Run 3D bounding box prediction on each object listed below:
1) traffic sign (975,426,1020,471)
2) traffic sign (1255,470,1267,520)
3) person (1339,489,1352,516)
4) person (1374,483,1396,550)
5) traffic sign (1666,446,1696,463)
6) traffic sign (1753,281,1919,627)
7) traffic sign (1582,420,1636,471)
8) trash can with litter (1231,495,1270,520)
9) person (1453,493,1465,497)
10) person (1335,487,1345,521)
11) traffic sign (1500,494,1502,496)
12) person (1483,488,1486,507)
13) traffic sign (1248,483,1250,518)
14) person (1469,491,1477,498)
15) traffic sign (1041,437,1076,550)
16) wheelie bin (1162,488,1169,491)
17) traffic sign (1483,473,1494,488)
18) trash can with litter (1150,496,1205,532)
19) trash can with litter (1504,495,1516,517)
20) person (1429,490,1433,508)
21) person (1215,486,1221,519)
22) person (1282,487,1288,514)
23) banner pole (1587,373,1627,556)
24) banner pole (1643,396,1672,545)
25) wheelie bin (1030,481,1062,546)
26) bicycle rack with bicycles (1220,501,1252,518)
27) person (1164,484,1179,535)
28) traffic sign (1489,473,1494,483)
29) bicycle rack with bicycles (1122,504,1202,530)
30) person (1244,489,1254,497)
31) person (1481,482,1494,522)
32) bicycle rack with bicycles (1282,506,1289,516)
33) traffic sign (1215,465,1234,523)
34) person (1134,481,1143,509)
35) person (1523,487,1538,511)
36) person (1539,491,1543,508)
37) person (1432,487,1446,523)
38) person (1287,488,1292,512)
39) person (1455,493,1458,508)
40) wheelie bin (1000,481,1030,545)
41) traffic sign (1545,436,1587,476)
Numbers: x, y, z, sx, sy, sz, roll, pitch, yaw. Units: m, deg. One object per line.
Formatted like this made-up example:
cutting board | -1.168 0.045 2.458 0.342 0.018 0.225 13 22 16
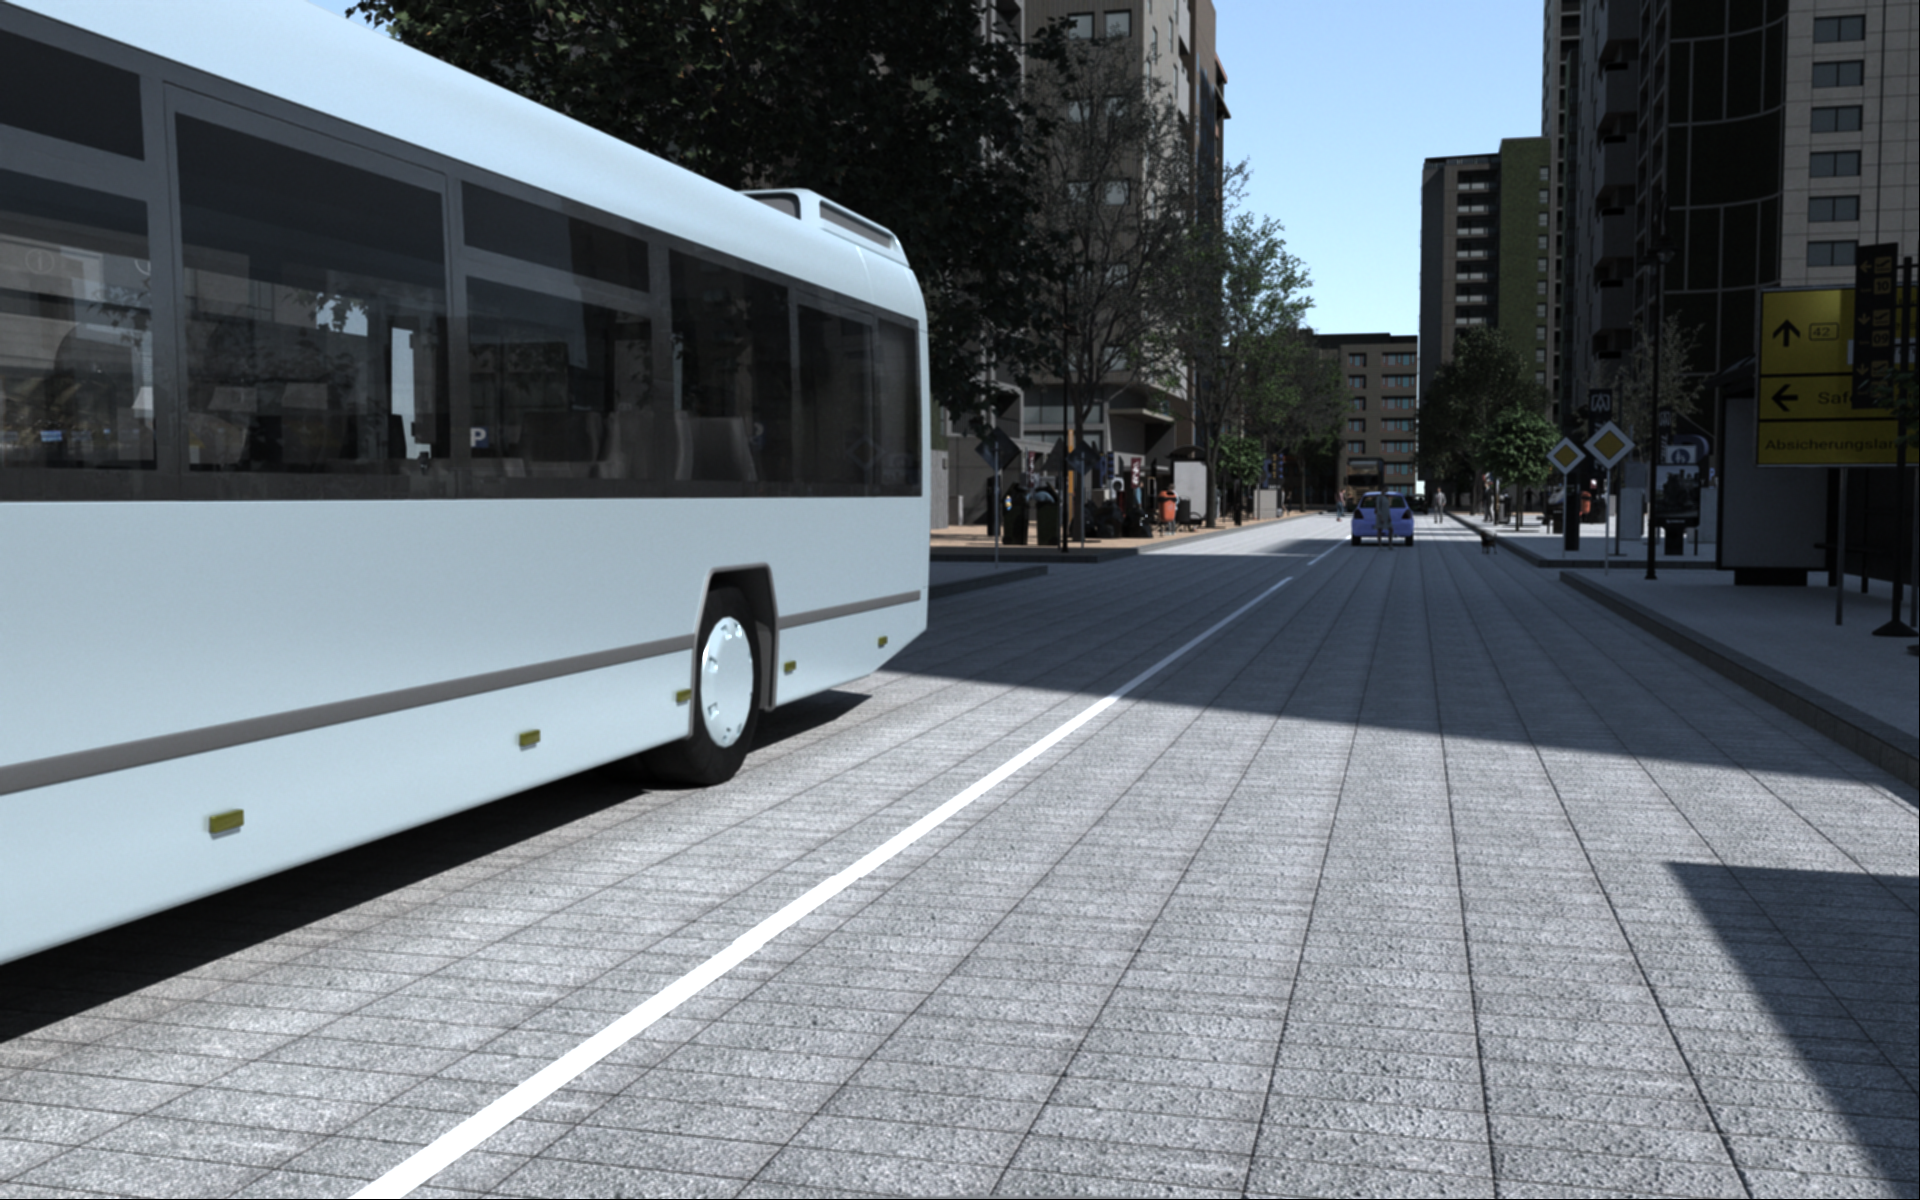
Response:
traffic sign | 0.618 -1.681 29.682 0.795 2.593 0.064 1 4 15
traffic sign | 14.682 -5.199 85.106 0.768 2.556 0.104 1 4 17
person | 25.019 -6.333 112.577 0.750 1.759 0.617 0 4 -4
person | 10.761 -2.110 44.006 0.512 1.701 0.522 -3 5 -41
traffic sign | 15.173 -2.104 36.524 0.606 2.300 0.079 2 4 24
traffic sign | 8.905 -1.398 16.734 2.265 3.308 0.079 2 4 23
traffic sign | 10.186 -1.528 27.168 0.795 2.593 0.064 1 4 15
trash can with litter | 14.491 -4.671 87.435 1.678 1.210 2.233 -2 4 -27
person | 51.413 -10.552 178.550 1.348 1.826 0.705 3 5 39
person | 19.919 -5.031 90.764 0.388 1.821 0.555 -3 5 -45
traffic sign | 30.335 -5.932 97.098 0.768 2.556 0.104 2 4 24
person | 44.825 -8.652 147.523 1.348 1.821 0.705 1 4 15
traffic sign | 15.167 -5.550 90.851 0.768 2.556 0.104 1 4 21
person | 42.998 -8.485 144.786 0.705 1.823 1.348 -1 4 -16
traffic sign | 2.263 -2.409 39.386 0.884 2.594 0.081 1 4 17
wheelie bin | 10.258 -4.703 84.800 0.980 1.594 0.693 -1 4 -16
traffic sign | 27.736 -5.537 90.631 0.768 2.556 0.104 1 4 22
trash can with litter | 7.175 -2.921 58.818 2.233 1.210 1.678 1 4 13
trash can with litter | 30.859 -5.369 98.834 2.233 1.210 1.678 -1 4 -13
person | 48.342 -10.355 177.949 0.705 1.807 1.348 2 4 24
person | 13.059 -5.057 88.905 0.661 1.801 0.590 0 4 1
person | 20.005 -6.157 107.463 0.760 1.731 0.466 0 4 -4
banner pole | 13.508 -2.821 36.138 0.863 3.779 0.401 2 4 28
banner pole | 17.652 -3.285 43.720 0.401 3.779 0.863 -1 4 -19
wheelie bin | 2.173 -2.134 42.798 0.693 1.594 0.980 0 4 6
bicycle rack with bicycles | 14.697 -4.972 94.677 2.925 0.926 2.852 -2 4 -32
person | 6.670 -2.857 54.563 0.330 1.601 0.589 3 5 43
traffic sign | 26.171 -5.158 84.440 0.768 2.556 0.104 1 4 20
bicycle rack with bicycles | 7.042 -2.947 61.573 2.925 0.926 2.852 1 4 13
person | 28.230 -9.918 168.213 1.348 1.823 0.705 0 4 1
person | 23.938 -4.452 78.612 0.755 1.850 0.659 -1 4 -21
bicycle rack with bicycles | 17.743 -5.339 100.680 2.925 0.926 2.852 0 4 -8
traffic sign | 11.775 -4.722 77.210 0.884 2.594 0.081 1 4 22
person | 6.688 -3.608 65.373 0.444 1.785 0.601 1 4 14
person | 43.261 -7.684 131.694 1.348 1.822 0.705 2 4 24
person | 52.057 -9.058 154.587 0.683 1.767 0.568 1 4 16
person | 23.493 -4.659 84.945 0.678 1.792 0.850 2 4 27
person | 23.423 -7.138 123.470 0.721 1.735 1.217 1 4 15
person | 44.569 -8.932 155.341 0.557 1.426 1.065 1 4 11
wheelie bin | 1.416 -2.172 43.412 0.693 1.594 0.980 1 4 14
traffic sign | 12.206 -2.000 34.894 0.795 2.593 0.064 1 4 15
